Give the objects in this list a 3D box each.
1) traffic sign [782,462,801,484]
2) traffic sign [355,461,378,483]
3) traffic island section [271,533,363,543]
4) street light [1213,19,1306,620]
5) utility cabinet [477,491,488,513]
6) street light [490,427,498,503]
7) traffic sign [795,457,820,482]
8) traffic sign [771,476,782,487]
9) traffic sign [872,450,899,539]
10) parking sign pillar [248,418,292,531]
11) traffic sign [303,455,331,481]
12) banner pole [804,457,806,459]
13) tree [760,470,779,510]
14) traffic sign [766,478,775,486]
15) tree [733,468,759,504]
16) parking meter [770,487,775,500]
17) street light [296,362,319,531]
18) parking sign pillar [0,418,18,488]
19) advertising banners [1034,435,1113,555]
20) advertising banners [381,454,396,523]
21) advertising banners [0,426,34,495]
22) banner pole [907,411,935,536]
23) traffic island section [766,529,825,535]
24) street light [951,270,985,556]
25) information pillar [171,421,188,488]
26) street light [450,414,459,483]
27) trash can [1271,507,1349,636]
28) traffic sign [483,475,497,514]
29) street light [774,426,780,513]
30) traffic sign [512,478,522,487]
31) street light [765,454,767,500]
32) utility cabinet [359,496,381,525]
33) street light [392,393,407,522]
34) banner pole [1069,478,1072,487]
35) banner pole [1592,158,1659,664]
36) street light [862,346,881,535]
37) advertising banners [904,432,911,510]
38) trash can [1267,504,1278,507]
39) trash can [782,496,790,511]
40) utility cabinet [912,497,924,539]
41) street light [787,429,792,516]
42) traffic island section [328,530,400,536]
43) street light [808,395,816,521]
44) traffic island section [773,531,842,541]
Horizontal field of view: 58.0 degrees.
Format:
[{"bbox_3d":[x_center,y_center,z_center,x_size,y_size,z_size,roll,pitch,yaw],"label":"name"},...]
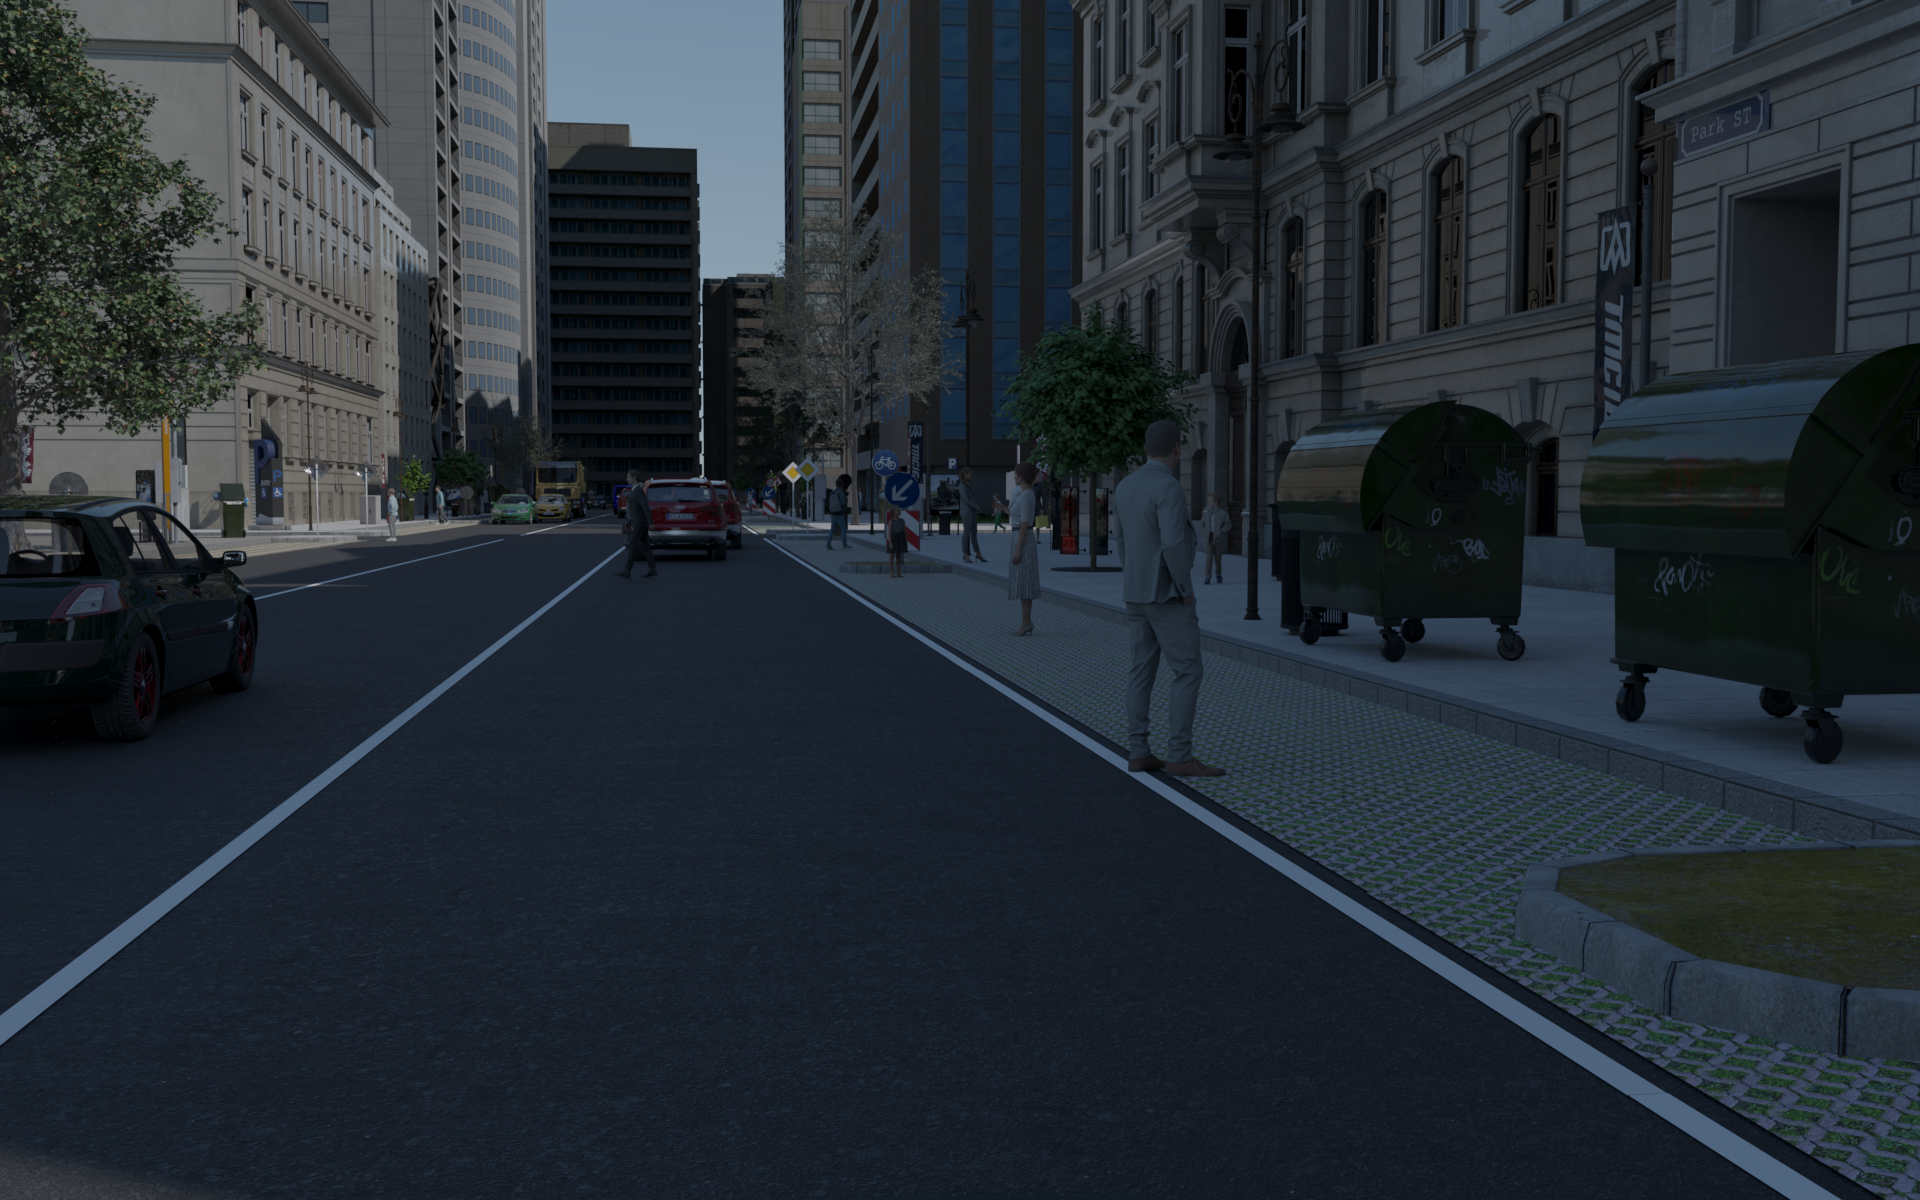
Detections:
[{"bbox_3d":[-5.981,-3.678,62.326,0.795,2.593,0.064,-1,4,-9],"label":"traffic sign"},{"bbox_3d":[-20.606,-3.542,60.102,0.795,2.593,0.064,-1,4,-9],"label":"traffic sign"},{"bbox_3d":[-19.413,-1.834,52.273,2.009,0.180,2.903,-1,4,-9],"label":"traffic island section"},{"bbox_3d":[2.985,-2.735,17.504,0.468,5.910,1.993,-1,4,-9],"label":"street light"},{"bbox_3d":[-32.487,-6.656,117.500,0.318,1.500,1.173,1,4,21],"label":"utility cabinet"},{"bbox_3d":[-31.495,-8.847,117.437,0.468,5.910,1.993,-1,4,-9],"label":"street light"},{"bbox_3d":[-4.765,-3.195,54.433,0.795,2.593,0.064,-1,4,-9],"label":"traffic sign"},{"bbox_3d":[-12.837,-7.455,121.894,0.884,2.594,0.081,0,4,-5],"label":"traffic sign"},{"bbox_3d":[-2.137,-3.033,49.702,0.768,2.556,0.104,0,4,-4],"label":"traffic sign"},{"bbox_3d":[-24.452,-4.452,61.266,1.447,3.967,1.447,3,5,42],"label":"parking sign pillar"},{"bbox_3d":[-19.391,-3.059,52.210,0.795,2.593,0.064,-1,4,-9],"label":"traffic sign"},{"bbox_3d":[-10.338,-7.760,116.885,0.401,3.779,0.863,1,4,21],"label":"banner pole"},{"bbox_3d":[-15.424,-8.935,140.690,1.663,3.219,1.824,0,3,0],"label":"tree"},{"bbox_3d":[-14.709,-8.232,134.704,0.768,2.556,0.104,0,4,-3],"label":"traffic sign"},{"bbox_3d":[-25.436,-13.568,205.550,4.285,4.588,4.351,0,3,0],"label":"tree"},{"bbox_3d":[-14.481,-7.814,133.462,0.399,1.863,0.255,2,4,24],"label":"parking meter"},{"bbox_3d":[-22.737,-5.363,60.480,0.468,5.910,1.993,-1,4,-9],"label":"street light"},{"bbox_3d":[-27.064,-3.667,48.428,1.447,3.967,1.447,2,4,34],"label":"parking sign pillar"},{"bbox_3d":[2.344,-2.476,36.671,2.074,3.025,0.090,3,4,39],"label":"advertising banners"},{"bbox_3d":[-25.008,-4.867,75.767,0.090,3.025,2.074,0,4,-3],"label":"advertising banners"},{"bbox_3d":[-24.924,-2.999,45.218,2.074,3.025,0.090,1,4,19],"label":"advertising banners"},{"bbox_3d":[-1.184,-3.818,52.442,0.863,3.779,0.401,0,4,-7],"label":"banner pole"},{"bbox_3d":[-5.959,-2.454,62.412,2.009,0.180,2.903,-1,4,-9],"label":"traffic island section"},{"bbox_3d":[0.155,-3.862,35.925,0.468,5.910,1.993,-1,4,-9],"label":"street light"},{"bbox_3d":[-22.360,-3.566,49.657,0.504,3.616,0.183,1,4,17],"label":"information pillar"},{"bbox_3d":[-28.651,-7.676,98.285,0.468,5.910,1.993,-1,4,-9],"label":"street light"},{"bbox_3d":[3.236,-0.253,15.788,0.748,1.137,0.748,0,3,0],"label":"trash can"},{"bbox_3d":[-30.791,-6.944,113.538,0.884,2.594,0.081,-1,4,-8],"label":"traffic sign"},{"bbox_3d":[-12.487,-8.889,118.116,0.468,5.910,1.993,-1,4,-9],"label":"street light"},{"bbox_3d":[-34.245,-8.191,134.026,0.768,2.556,0.104,0,4,-8],"label":"traffic sign"},{"bbox_3d":[-15.318,-10.015,136.537,0.468,5.910,1.993,-1,4,-9],"label":"street light"},{"bbox_3d":[-24.911,-3.790,73.121,1.020,1.237,0.306,2,4,31],"label":"utility cabinet"},{"bbox_3d":[-25.651,-6.518,79.359,0.468,5.910,1.993,-1,4,-9],"label":"street light"},{"bbox_3d":[4.364,-4.794,68.399,0.401,3.779,0.863,0,4,-2],"label":"banner pole"},{"bbox_3d":[5.082,-1.421,13.243,0.401,3.779,0.863,-1,4,-15],"label":"banner pole"},{"bbox_3d":[-2.770,-4.988,54.341,0.468,5.910,1.993,-1,4,-9],"label":"street light"},{"bbox_3d":[-1.553,-3.262,49.529,0.090,3.025,2.074,0,4,-8],"label":"advertising banners"},{"bbox_3d":[4.913,-0.852,25.591,0.748,1.137,0.748,0,3,0],"label":"trash can"},{"bbox_3d":[-12.986,-7.168,128.844,0.748,1.137,0.748,0,3,0],"label":"trash can"},{"bbox_3d":[-1.195,-2.346,49.519,0.306,1.237,1.020,0,4,0],"label":"utility cabinet"},{"bbox_3d":[-9.725,-7.749,99.491,0.468,5.910,1.993,-1,4,-9],"label":"street light"},{"bbox_3d":[-20.629,-2.317,60.165,2.009,0.180,2.903,-1,4,-9],"label":"traffic island section"},{"bbox_3d":[-6.854,-6.623,81.077,0.468,5.910,1.993,-1,4,-9],"label":"street light"},{"bbox_3d":[-4.743,-1.972,54.519,2.009,0.180,2.903,-1,4,-9],"label":"traffic island section"}]
